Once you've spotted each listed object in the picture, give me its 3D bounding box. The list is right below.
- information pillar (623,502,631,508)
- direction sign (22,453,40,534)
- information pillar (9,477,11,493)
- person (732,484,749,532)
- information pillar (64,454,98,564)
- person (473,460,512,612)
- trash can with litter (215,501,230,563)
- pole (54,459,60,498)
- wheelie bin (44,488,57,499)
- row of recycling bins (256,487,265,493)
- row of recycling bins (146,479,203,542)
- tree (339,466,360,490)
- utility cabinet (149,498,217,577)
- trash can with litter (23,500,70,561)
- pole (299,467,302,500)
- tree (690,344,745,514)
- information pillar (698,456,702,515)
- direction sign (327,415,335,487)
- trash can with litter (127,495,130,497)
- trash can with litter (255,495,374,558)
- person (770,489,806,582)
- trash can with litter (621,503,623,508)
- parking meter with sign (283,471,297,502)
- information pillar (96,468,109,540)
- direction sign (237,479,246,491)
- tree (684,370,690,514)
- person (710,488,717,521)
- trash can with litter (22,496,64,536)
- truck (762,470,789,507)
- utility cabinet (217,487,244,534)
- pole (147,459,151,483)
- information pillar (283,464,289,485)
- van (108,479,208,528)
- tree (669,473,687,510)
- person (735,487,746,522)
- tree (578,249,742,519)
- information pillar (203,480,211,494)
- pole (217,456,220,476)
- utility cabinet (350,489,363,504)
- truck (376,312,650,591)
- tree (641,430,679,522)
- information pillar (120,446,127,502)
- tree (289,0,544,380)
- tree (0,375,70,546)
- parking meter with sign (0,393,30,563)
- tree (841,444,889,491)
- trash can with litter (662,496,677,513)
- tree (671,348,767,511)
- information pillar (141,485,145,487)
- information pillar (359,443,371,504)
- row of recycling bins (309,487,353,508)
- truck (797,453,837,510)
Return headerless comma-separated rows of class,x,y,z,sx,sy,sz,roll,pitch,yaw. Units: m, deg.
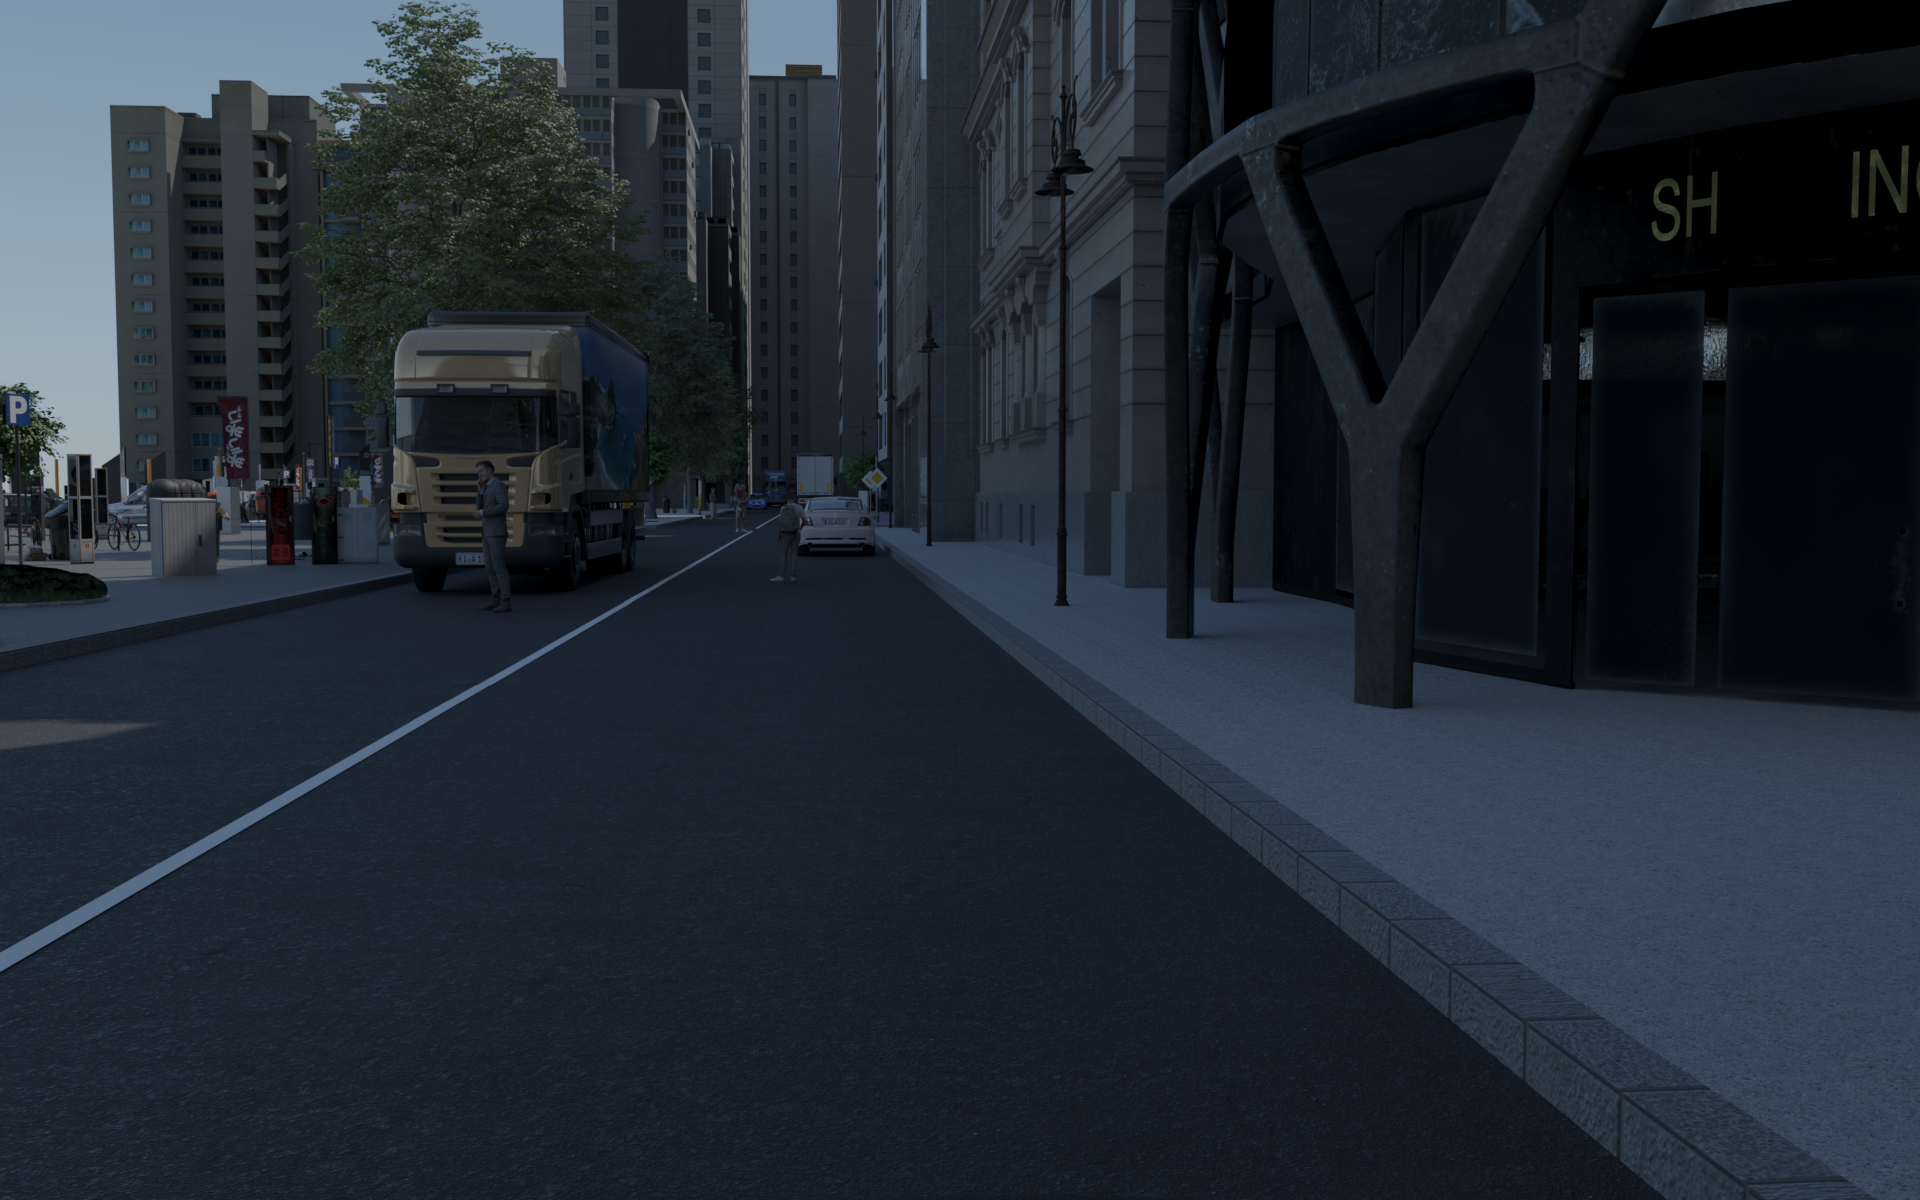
information pillar,-14.727,-5.212,76.575,0.183,3.616,0.504,2,4,23
direction sign,-30.146,-3.905,55.845,0.876,3.537,0.379,-1,4,-18
information pillar,-74.056,-8.794,135.139,0.504,3.616,0.183,2,4,33
person,-8.306,-3.483,65.414,0.573,1.828,0.580,2,4,25
information pillar,-16.107,-1.666,31.729,0.304,2.012,0.304,2,4,27
person,-5.739,-0.786,21.157,0.447,1.846,0.655,-2,4,-35
trash can with litter,-13.996,-1.252,31.862,0.624,1.170,1.055,1,4,14
pole,-52.378,-6.522,100.479,0.158,3.312,0.155,0,3,0
wheelie bin,-48.827,-5.194,92.828,0.693,1.594,0.980,0,4,4
row of recycling bins,-38.225,-5.410,95.561,1.069,1.692,3.534,-2,4,-26
row of recycling bins,-21.697,-2.502,48.020,1.069,1.692,3.534,-1,4,-12
tree,-40.986,-7.430,116.085,1.663,3.219,1.824,0,3,0
utility cabinet,-12.266,-0.992,27.383,0.306,1.237,1.020,2,4,26
trash can with litter,-17.520,-1.347,33.408,0.624,1.170,1.055,3,4,38
pole,-50.027,-8.416,131.438,0.158,3.312,0.155,0,3,0
tree,-18.165,-11.959,113.650,7.486,12.596,7.792,0,3,0
information pillar,-15.895,-7.004,105.877,0.183,3.616,0.504,-1,4,-19
direction sign,-18.156,-3.551,50.052,0.379,3.537,0.876,-1,4,-9
trash can with litter,-63.544,-7.419,132.359,2.233,1.210,1.678,3,5,39
trash can with litter,-13.052,-1.482,35.292,2.233,1.210,1.678,0,4,-5
person,-2.810,-1.057,28.373,0.523,1.515,0.503,3,4,37
trash can with litter,-23.342,-6.566,118.409,1.678,1.210,2.233,2,4,25
parking meter with sign,-49.794,-8.147,129.466,0.543,3.016,1.738,1,4,13
information pillar,-24.147,-2.706,48.731,0.304,2.012,0.304,-2,4,-32
direction sign,-55.820,-8.723,134.624,0.876,3.537,0.379,2,4,26
tree,-12.467,-8.069,50.050,7.486,12.596,7.792,0,3,0
person,-12.995,-5.037,91.405,0.362,1.759,0.519,1,4,13
trash can with litter,-28.272,-2.594,53.470,1.678,1.210,2.233,1,4,20
truck,-21.559,-13.055,203.199,2.967,4.110,18.799,0,4,-5
utility cabinet,-23.360,-2.854,55.346,0.318,1.500,1.173,-3,5,-43
pole,-47.360,-6.568,101.224,0.158,3.312,0.155,0,3,0
information pillar,-52.688,-8.812,135.432,0.504,3.616,0.183,2,4,31
van,-31.615,-3.716,67.764,4.112,2.044,2.013,0,4,-6
tree,-22.464,-11.703,141.711,4.360,8.622,3.978,0,3,0
person,-11.182,-4.844,87.877,0.709,1.800,0.728,2,4,26
tree,-16.043,-11.147,88.911,9.857,13.997,8.962,0,3,0
information pillar,-39.685,-5.309,91.292,0.304,2.012,0.304,-3,5,-44
pole,-40.052,-6.099,93.567,0.158,3.312,0.155,0,3,0
utility cabinet,-27.169,-4.242,78.041,0.318,1.500,1.173,0,4,-7
truck,-7.073,-2.451,28.992,2.839,4.237,11.283,0,4,-4
tree,-14.585,-5.885,79.941,4.285,4.588,4.351,0,3,0
information pillar,-40.839,-5.703,84.597,0.504,3.616,0.183,3,5,40
tree,-11.805,-7.495,40.666,7.486,12.596,7.792,0,3,0
tree,-23.977,-3.622,42.929,4.285,4.588,4.351,0,3,0
parking meter with sign,-17.234,-2.089,30.420,1.738,3.016,0.543,1,4,14
tree,-6.176,-7.960,113.859,4.285,4.588,4.351,0,3,0
trash can with litter,-19.484,-6.423,116.397,1.055,1.170,0.624,-1,4,-10
tree,-19.448,-13.092,131.059,9.611,12.733,9.660,0,3,0
information pillar,-65.493,-8.226,138.981,0.304,2.012,0.304,2,4,33
information pillar,-27.233,-5.381,79.340,0.504,3.616,0.183,-1,4,-14
row of recycling bins,-36.853,-5.792,101.814,3.534,1.692,1.069,2,4,29
truck,-10.302,-8.282,124.331,2.839,4.237,11.283,0,4,-4
